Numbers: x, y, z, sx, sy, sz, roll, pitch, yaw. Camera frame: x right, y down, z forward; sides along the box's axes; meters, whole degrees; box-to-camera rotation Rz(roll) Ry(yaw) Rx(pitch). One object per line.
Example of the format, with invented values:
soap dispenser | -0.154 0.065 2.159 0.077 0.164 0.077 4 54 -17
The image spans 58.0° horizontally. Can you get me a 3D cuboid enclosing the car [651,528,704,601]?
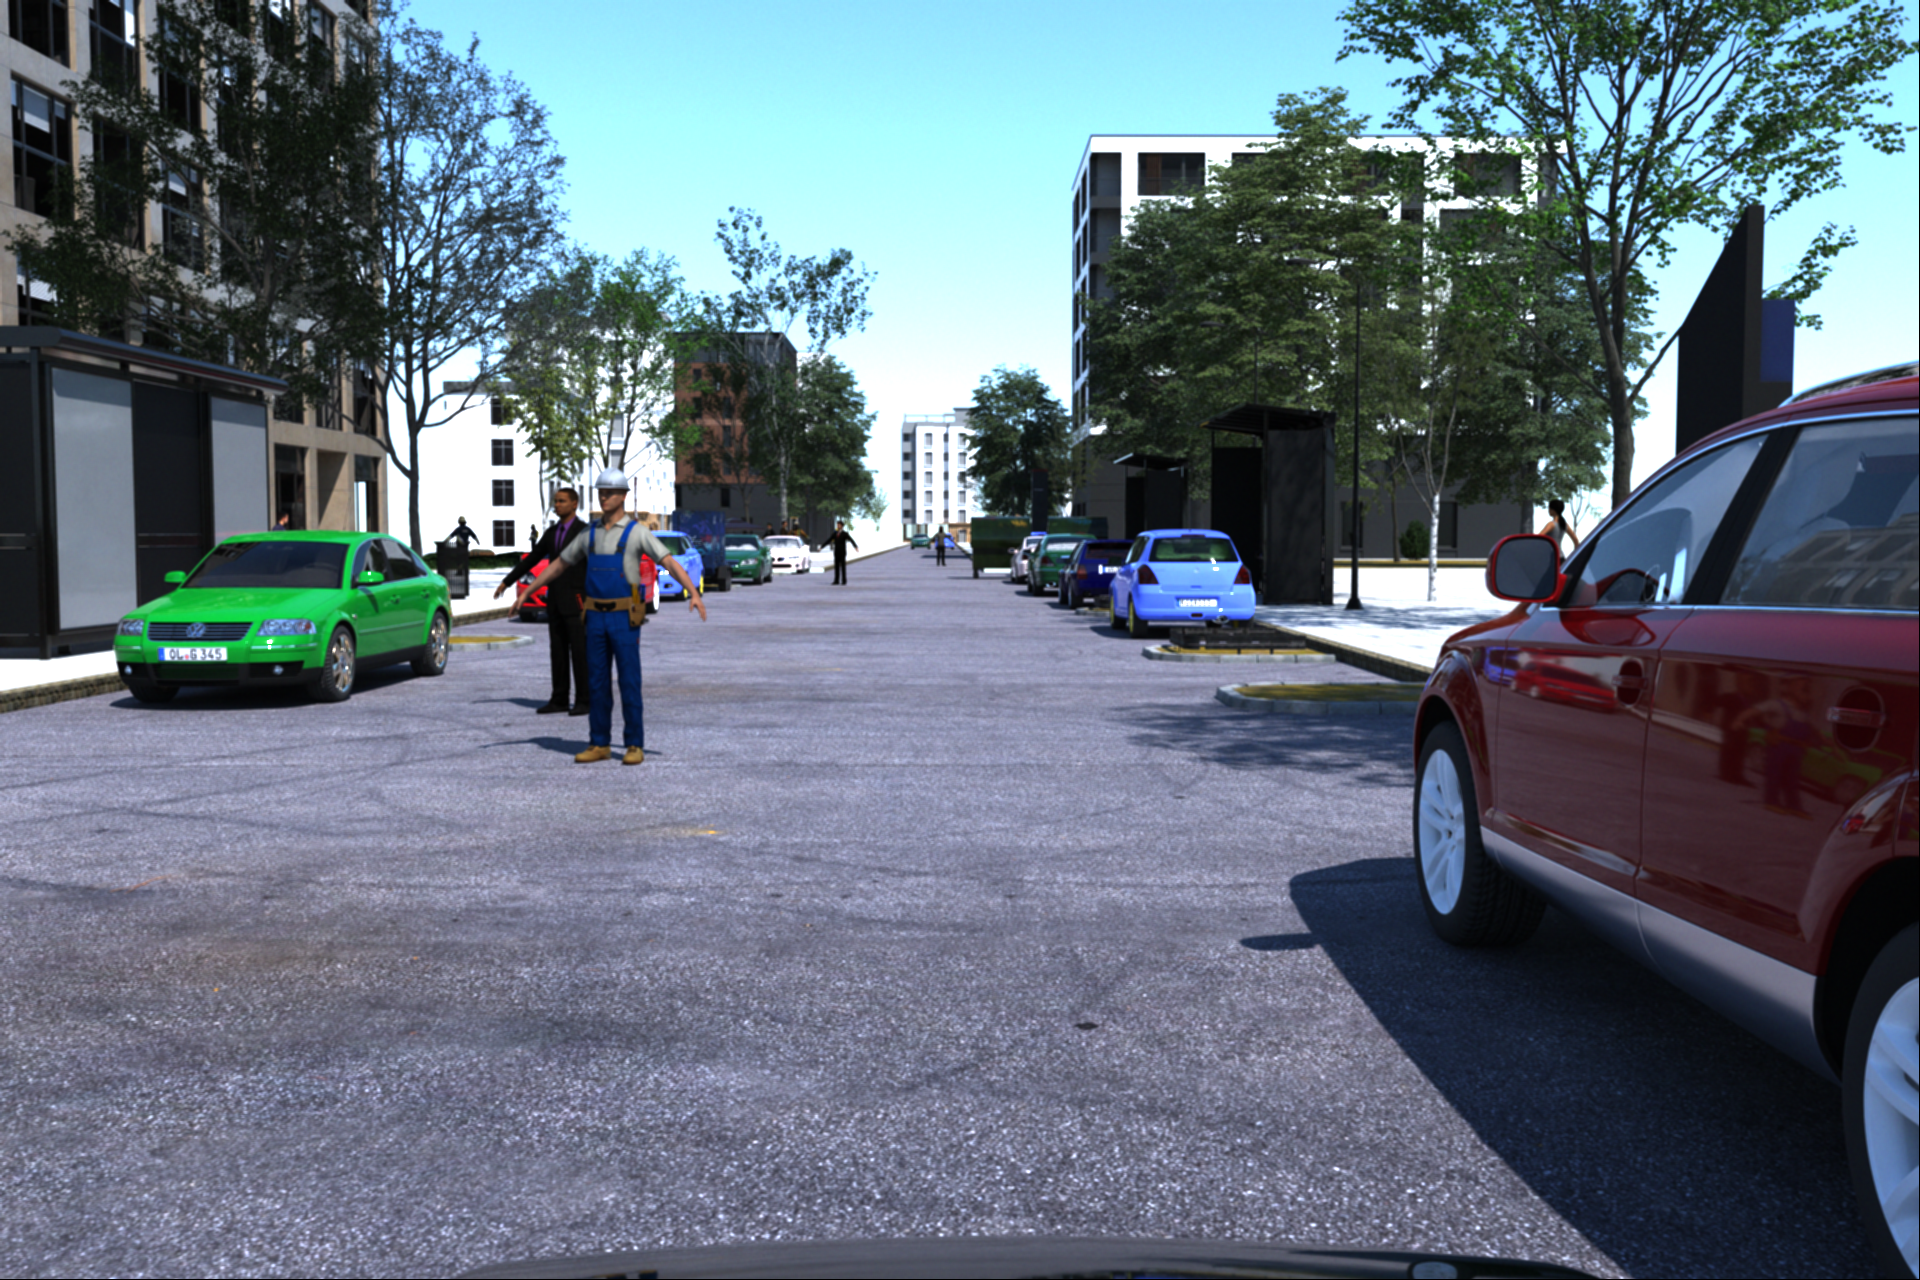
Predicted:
car | -6.670 -1.736 37.977 1.945 1.707 3.694 0 4 -1

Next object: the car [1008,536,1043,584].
car | 2.484 -2.346 50.717 2.083 1.381 4.827 0 4 -1

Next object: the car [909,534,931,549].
car | -3.681 -9.257 163.143 2.131 1.459 4.920 0 3 0

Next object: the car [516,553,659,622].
car | -6.325 -1.263 29.694 2.155 1.783 4.494 0 4 -1

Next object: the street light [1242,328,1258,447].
street light | 7.026 -4.007 38.050 1.470 5.913 1.316 0 4 0

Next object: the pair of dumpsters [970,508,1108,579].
pair of dumpsters | 2.528 -3.099 55.626 4.436 2.255 1.574 0 3 0

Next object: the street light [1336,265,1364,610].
street light | 7.249 -3.470 29.283 1.470 5.913 1.316 0 4 -1

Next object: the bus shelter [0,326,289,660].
bus shelter | -10.095 -2.526 18.929 2.179 5.291 8.768 0 4 0

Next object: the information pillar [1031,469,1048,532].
information pillar | 3.191 -4.891 69.353 0.750 3.857 0.750 0 4 -1

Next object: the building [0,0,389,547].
building | -30.637 -14.896 46.752 19.351 26.588 34.151 0 4 -1

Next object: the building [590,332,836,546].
building | -28.645 -21.246 191.344 27.936 21.610 32.646 0 4 -1

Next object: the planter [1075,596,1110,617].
planter | 3.077 -0.597 30.901 1.991 0.319 1.994 0 4 -1

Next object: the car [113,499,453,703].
car | -6.134 -0.449 16.139 1.959 1.807 4.718 0 3 0

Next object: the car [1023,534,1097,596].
car | 2.580 -1.803 41.270 2.131 1.459 4.920 0 4 0

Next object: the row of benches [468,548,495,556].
row of benches | -20.567 -3.603 74.369 1.422 0.672 4.104 -1 4 -22

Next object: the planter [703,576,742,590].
planter | -6.798 -1.497 45.620 1.991 0.319 1.994 0 4 -1

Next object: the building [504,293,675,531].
building | -29.472 -17.132 136.523 16.016 20.090 11.380 0 4 -1

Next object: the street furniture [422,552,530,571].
street furniture | -17.270 -3.049 65.472 5.734 0.657 10.072 0 4 1

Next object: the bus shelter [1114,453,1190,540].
bus shelter | 5.864 -3.794 53.319 1.731 3.624 6.357 0 3 0

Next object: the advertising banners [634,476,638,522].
advertising banners | -9.834 -3.405 51.866 0.090 3.025 2.074 0 4 0

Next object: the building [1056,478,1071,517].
building | 18.266 -17.713 231.759 9.099 9.664 28.070 0 4 -1

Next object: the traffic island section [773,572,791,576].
traffic island section | -6.914 -2.291 60.317 1.991 0.108 1.994 0 3 0

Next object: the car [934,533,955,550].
car | -1.393 -9.022 157.098 1.945 1.707 3.694 0 4 -2

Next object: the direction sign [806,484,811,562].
direction sign | -6.933 -5.300 78.647 0.379 3.537 0.876 0 3 0

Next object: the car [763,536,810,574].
car | -6.560 -3.149 63.847 2.083 1.381 4.827 0 4 -1

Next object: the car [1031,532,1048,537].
car | 2.743 -3.041 59.311 1.945 1.707 3.694 0 4 -1

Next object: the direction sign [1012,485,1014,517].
direction sign | 2.483 -5.453 81.151 0.379 3.537 0.876 0 4 -2

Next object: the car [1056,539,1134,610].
car | 2.903 -1.321 34.186 1.945 1.354 3.894 0 4 -1

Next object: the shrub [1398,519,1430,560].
shrub | 22.321 -4.944 84.872 1.661 2.075 1.752 0 3 0

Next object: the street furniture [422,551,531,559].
street furniture | -19.909 -4.012 81.221 10.072 0.657 5.734 2 4 25

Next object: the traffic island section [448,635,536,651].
traffic island section | -6.548 0.043 22.170 1.991 0.108 1.994 0 4 0

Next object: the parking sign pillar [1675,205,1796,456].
parking sign pillar | 6.635 -1.618 14.919 1.447 3.967 1.447 0 4 0

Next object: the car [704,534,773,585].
car | -6.479 -2.344 50.124 2.131 1.459 4.920 0 4 -1

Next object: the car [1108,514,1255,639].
car | 3.140 -0.944 25.033 1.945 1.707 3.694 0 4 -1

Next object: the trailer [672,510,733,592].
trailer | -6.485 -2.174 42.592 1.471 1.999 3.904 0 4 -1

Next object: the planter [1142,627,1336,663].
planter | 3.164 0.058 20.199 1.991 0.319 1.994 0 4 -1

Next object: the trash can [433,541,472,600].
trash can | -9.986 -1.373 34.108 0.748 1.137 0.748 0 3 0

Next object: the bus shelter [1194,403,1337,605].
bus shelter | 5.923 -2.623 34.163 1.731 3.624 6.357 0 4 -1

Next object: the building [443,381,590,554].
building | -27.797 -10.209 109.068 9.099 9.664 28.070 0 4 -1

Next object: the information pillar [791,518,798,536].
information pillar | -7.378 -4.445 77.171 0.304 2.012 0.304 0 4 1

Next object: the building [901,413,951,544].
building | -8.465 -24.598 261.058 11.380 20.090 16.016 0 4 -8

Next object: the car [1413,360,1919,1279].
car | 2.687 0.259 4.432 2.281 1.827 5.304 0 3 0

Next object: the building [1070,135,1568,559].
building | 20.551 -15.986 105.343 27.936 21.610 32.646 0 4 0
